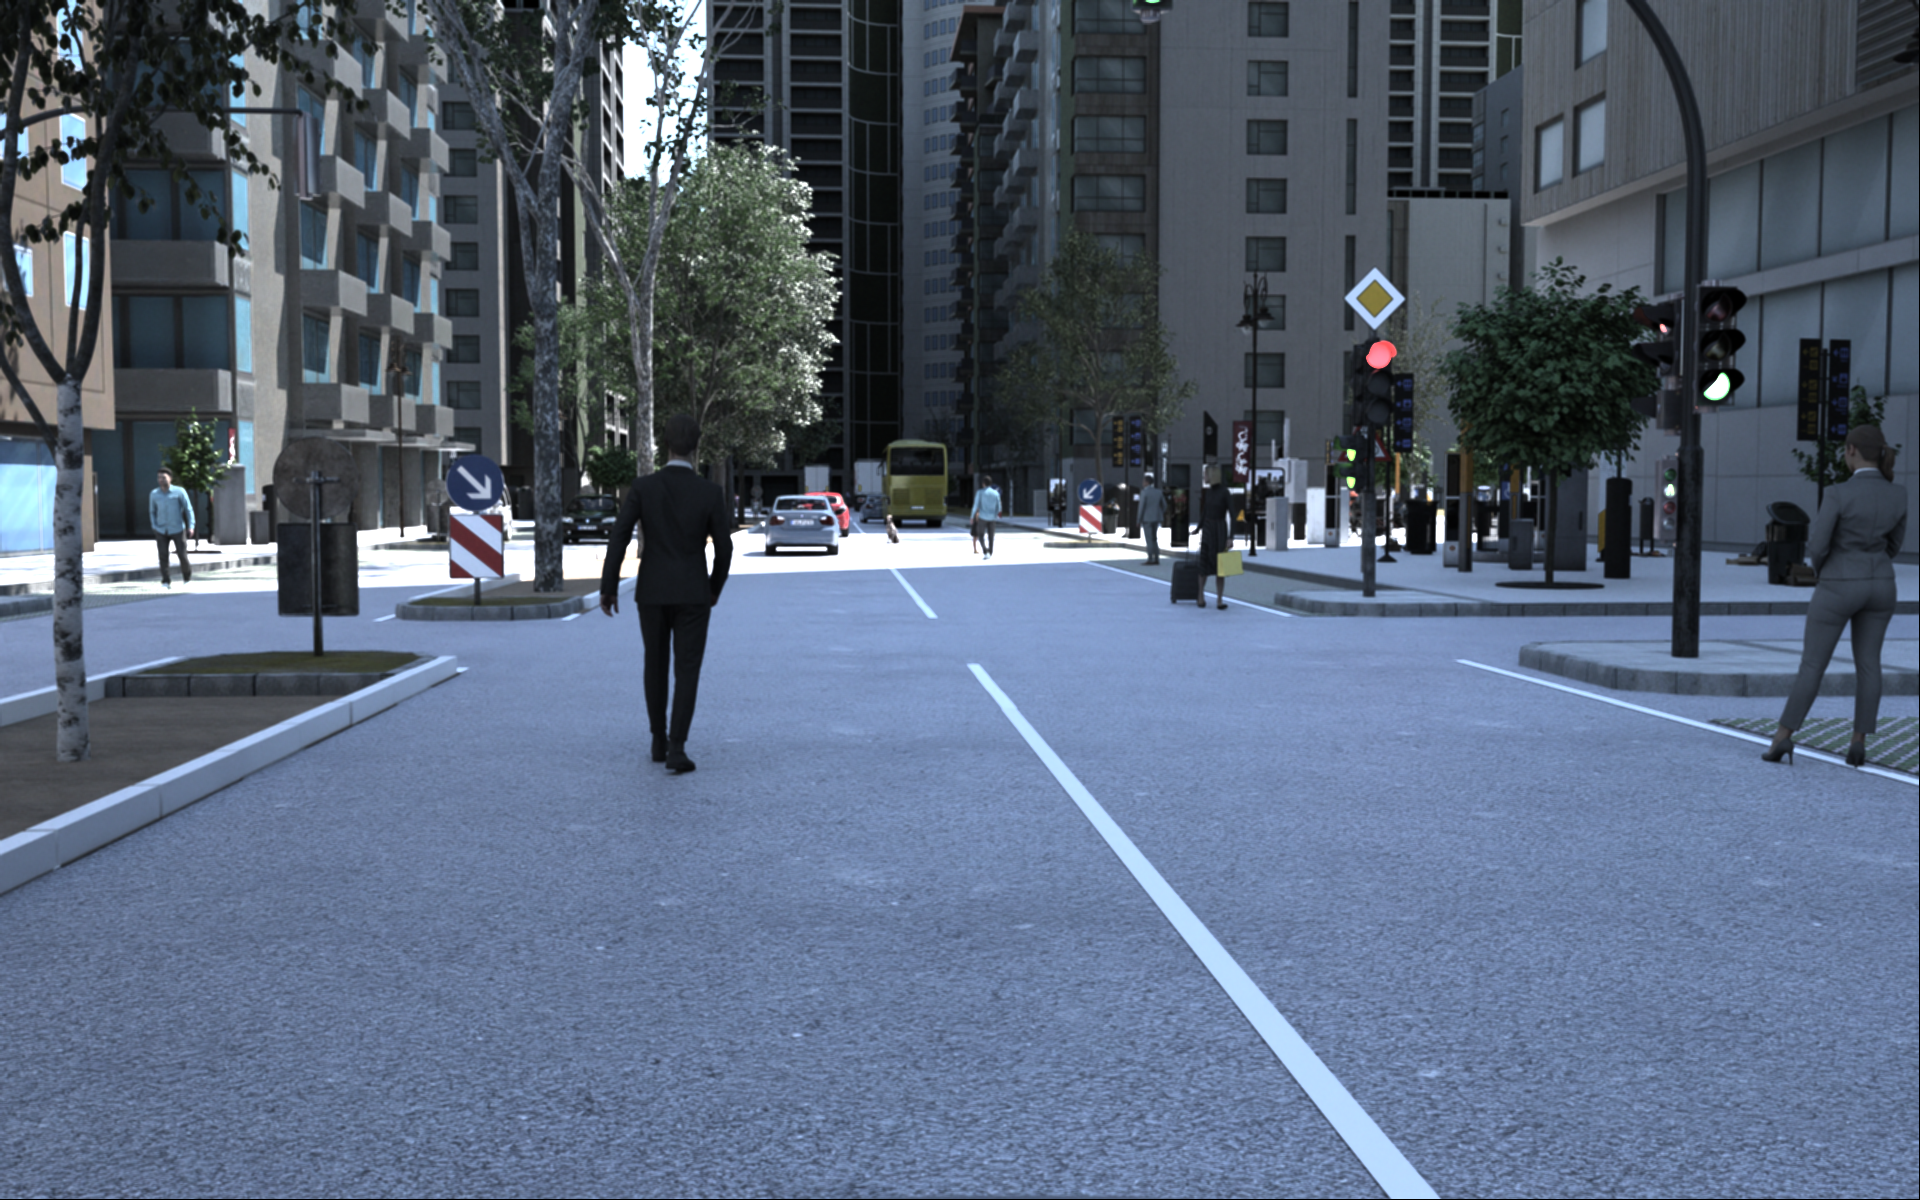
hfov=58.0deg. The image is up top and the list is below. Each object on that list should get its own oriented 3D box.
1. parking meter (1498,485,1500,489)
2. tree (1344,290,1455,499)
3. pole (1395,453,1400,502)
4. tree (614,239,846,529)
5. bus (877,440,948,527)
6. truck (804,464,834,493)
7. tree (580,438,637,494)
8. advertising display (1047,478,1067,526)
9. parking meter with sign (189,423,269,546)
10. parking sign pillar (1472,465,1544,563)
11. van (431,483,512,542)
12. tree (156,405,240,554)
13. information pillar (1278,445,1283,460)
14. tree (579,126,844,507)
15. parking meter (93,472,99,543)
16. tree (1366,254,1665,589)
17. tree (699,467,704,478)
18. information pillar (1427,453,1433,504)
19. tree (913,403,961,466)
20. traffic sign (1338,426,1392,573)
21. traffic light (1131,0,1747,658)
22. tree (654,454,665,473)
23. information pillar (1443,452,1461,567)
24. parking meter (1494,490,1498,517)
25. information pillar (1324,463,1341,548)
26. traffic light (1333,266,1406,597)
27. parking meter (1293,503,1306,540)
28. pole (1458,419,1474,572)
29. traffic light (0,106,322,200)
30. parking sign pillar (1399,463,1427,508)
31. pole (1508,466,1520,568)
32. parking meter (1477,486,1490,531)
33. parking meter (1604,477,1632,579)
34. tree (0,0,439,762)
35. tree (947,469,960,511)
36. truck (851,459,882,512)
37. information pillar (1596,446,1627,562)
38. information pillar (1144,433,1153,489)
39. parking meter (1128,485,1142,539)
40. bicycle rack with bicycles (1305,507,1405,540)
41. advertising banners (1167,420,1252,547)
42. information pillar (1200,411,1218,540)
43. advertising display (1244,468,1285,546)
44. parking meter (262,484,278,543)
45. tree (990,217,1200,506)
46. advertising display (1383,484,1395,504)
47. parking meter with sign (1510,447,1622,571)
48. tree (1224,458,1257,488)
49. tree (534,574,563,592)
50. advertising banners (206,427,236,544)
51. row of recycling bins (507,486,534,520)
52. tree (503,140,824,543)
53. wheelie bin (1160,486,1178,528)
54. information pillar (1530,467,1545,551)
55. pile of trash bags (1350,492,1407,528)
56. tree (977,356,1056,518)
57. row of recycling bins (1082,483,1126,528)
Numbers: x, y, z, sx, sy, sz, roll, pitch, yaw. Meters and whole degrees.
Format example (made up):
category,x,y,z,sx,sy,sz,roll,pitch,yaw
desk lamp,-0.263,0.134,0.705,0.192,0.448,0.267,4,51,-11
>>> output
category,x,y,z,sx,sy,sz,roll,pitch,yaw
parking meter,30.051,-5.525,96.044,0.399,1.863,0.255,-2,4,-23
tree,15.981,-6.816,61.810,4.360,8.622,3.978,0,3,0
pole,17.335,-4.575,68.638,0.158,3.312,0.155,0,3,0
tree,-9.509,-9.271,71.045,9.611,12.733,9.660,0,3,0
bus,-2.158,-5.259,77.526,2.896,3.916,12.252,0,4,-4
truck,-13.687,-10.915,167.371,2.839,4.237,11.283,0,4,-3
tree,-20.385,-7.161,100.788,4.285,4.588,4.351,0,3,0
advertising display,3.901,-3.943,69.675,0.974,1.923,0.123,-3,5,-41
parking meter with sign,-18.148,-2.862,43.060,1.738,3.016,0.543,-3,5,-43
parking sign pillar,10.431,-2.706,32.718,1.447,3.967,1.447,1,4,19
van,-14.271,-2.670,50.674,2.013,2.044,4.112,0,4,-3
tree,-16.497,-2.631,37.620,1.663,3.219,1.824,0,3,0
information pillar,13.956,-5.101,74.758,0.504,3.616,0.183,0,4,6
tree,-8.594,-9.288,60.977,9.857,13.997,8.962,0,3,0
parking meter,-22.681,-2.416,45.219,0.255,1.863,0.399,-1,4,-15
tree,8.108,-2.455,23.858,4.285,4.588,4.351,0,3,0
tree,-25.557,-10.969,163.059,4.285,4.588,4.351,0,3,0
information pillar,26.651,-6.538,98.248,0.504,3.616,0.183,-3,5,-39
tree,-1.779,-11.601,140.031,4.360,8.622,3.978,0,3,0
traffic sign,6.574,-1.724,28.199,0.884,2.594,0.081,0,4,-2
traffic light,3.611,-2.361,13.269,4.771,5.953,1.251,0,4,-4
tree,-21.564,-8.166,117.222,4.285,4.588,4.351,0,3,0
information pillar,8.648,-1.583,30.373,0.304,2.012,0.304,1,4,16
parking meter,30.647,-5.532,98.856,0.372,1.533,0.369,0,3,0
information pillar,8.937,-2.266,41.537,0.304,2.012,0.304,2,4,29
traffic light,5.093,-1.994,21.529,0.839,4.253,0.868,0,4,-4
parking meter,9.406,-2.584,47.958,0.255,1.863,0.399,0,4,-6
pole,8.326,-2.117,28.452,0.158,3.312,0.155,0,3,0
traffic light,-9.990,-2.798,20.421,4.771,5.953,1.251,0,4,-4
parking sign pillar,22.162,-5.886,84.705,1.447,3.967,1.447,-1,4,-11
pole,9.599,-2.208,29.942,0.158,3.312,0.155,0,3,0
parking meter,15.859,-2.694,52.455,0.372,1.533,0.369,0,3,0
parking meter,10.016,-1.098,26.357,0.372,1.533,0.369,0,3,0
tree,-4.782,-3.452,9.253,4.360,8.622,3.978,0,3,0
tree,-0.786,-8.371,131.468,1.663,3.219,1.824,0,3,0
truck,-7.500,-9.450,143.413,2.839,4.237,11.283,0,4,-5
information pillar,12.297,-2.526,32.653,0.504,3.616,0.183,1,4,19
information pillar,7.299,-4.629,67.037,0.183,3.616,0.504,3,5,41
parking meter,4.979,-2.502,49.322,0.372,1.533,0.369,0,3,0
bicycle rack with bicycles,11.064,-2.223,49.735,2.925,0.926,2.852,3,4,36
advertising banners,5.992,-2.765,41.401,2.074,3.025,0.090,1,4,14
information pillar,7.036,-3.512,48.780,0.504,3.616,0.183,-3,4,-36
advertising display,7.439,-2.273,42.376,0.974,1.923,0.123,0,4,2
parking meter,-18.076,-2.262,45.399,0.372,1.533,0.369,0,3,0
tree,4.521,-7.621,59.009,7.601,10.594,8.767,0,4,-4
advertising display,24.229,-5.656,97.688,0.974,1.923,0.123,1,4,10
parking meter with sign,10.162,-2.004,29.031,1.738,3.016,0.543,1,4,21
tree,12.054,-4.885,74.469,1.663,3.219,1.824,0,3,0
tree,-7.290,-10.222,25.480,12.611,20.169,13.585,0,3,0
advertising banners,-19.124,-2.980,44.905,0.090,3.025,2.074,0,4,-2
row of recycling bins,-22.588,-4.825,86.008,3.534,1.692,1.069,2,4,27
tree,-7.705,-7.464,50.243,9.928,11.665,9.643,0,3,0
wheelie bin,7.928,-3.502,65.171,0.980,1.594,0.693,3,5,39
information pillar,13.047,-2.111,39.010,0.304,2.012,0.304,-2,4,-23
pile of trash bags,15.670,-3.445,66.071,1.912,1.369,3.447,-1,4,-20
tree,2.968,-8.682,92.310,4.360,8.622,3.978,0,3,0
row of recycling bins,5.633,-3.669,67.100,1.069,1.692,3.534,-1,4,-18
